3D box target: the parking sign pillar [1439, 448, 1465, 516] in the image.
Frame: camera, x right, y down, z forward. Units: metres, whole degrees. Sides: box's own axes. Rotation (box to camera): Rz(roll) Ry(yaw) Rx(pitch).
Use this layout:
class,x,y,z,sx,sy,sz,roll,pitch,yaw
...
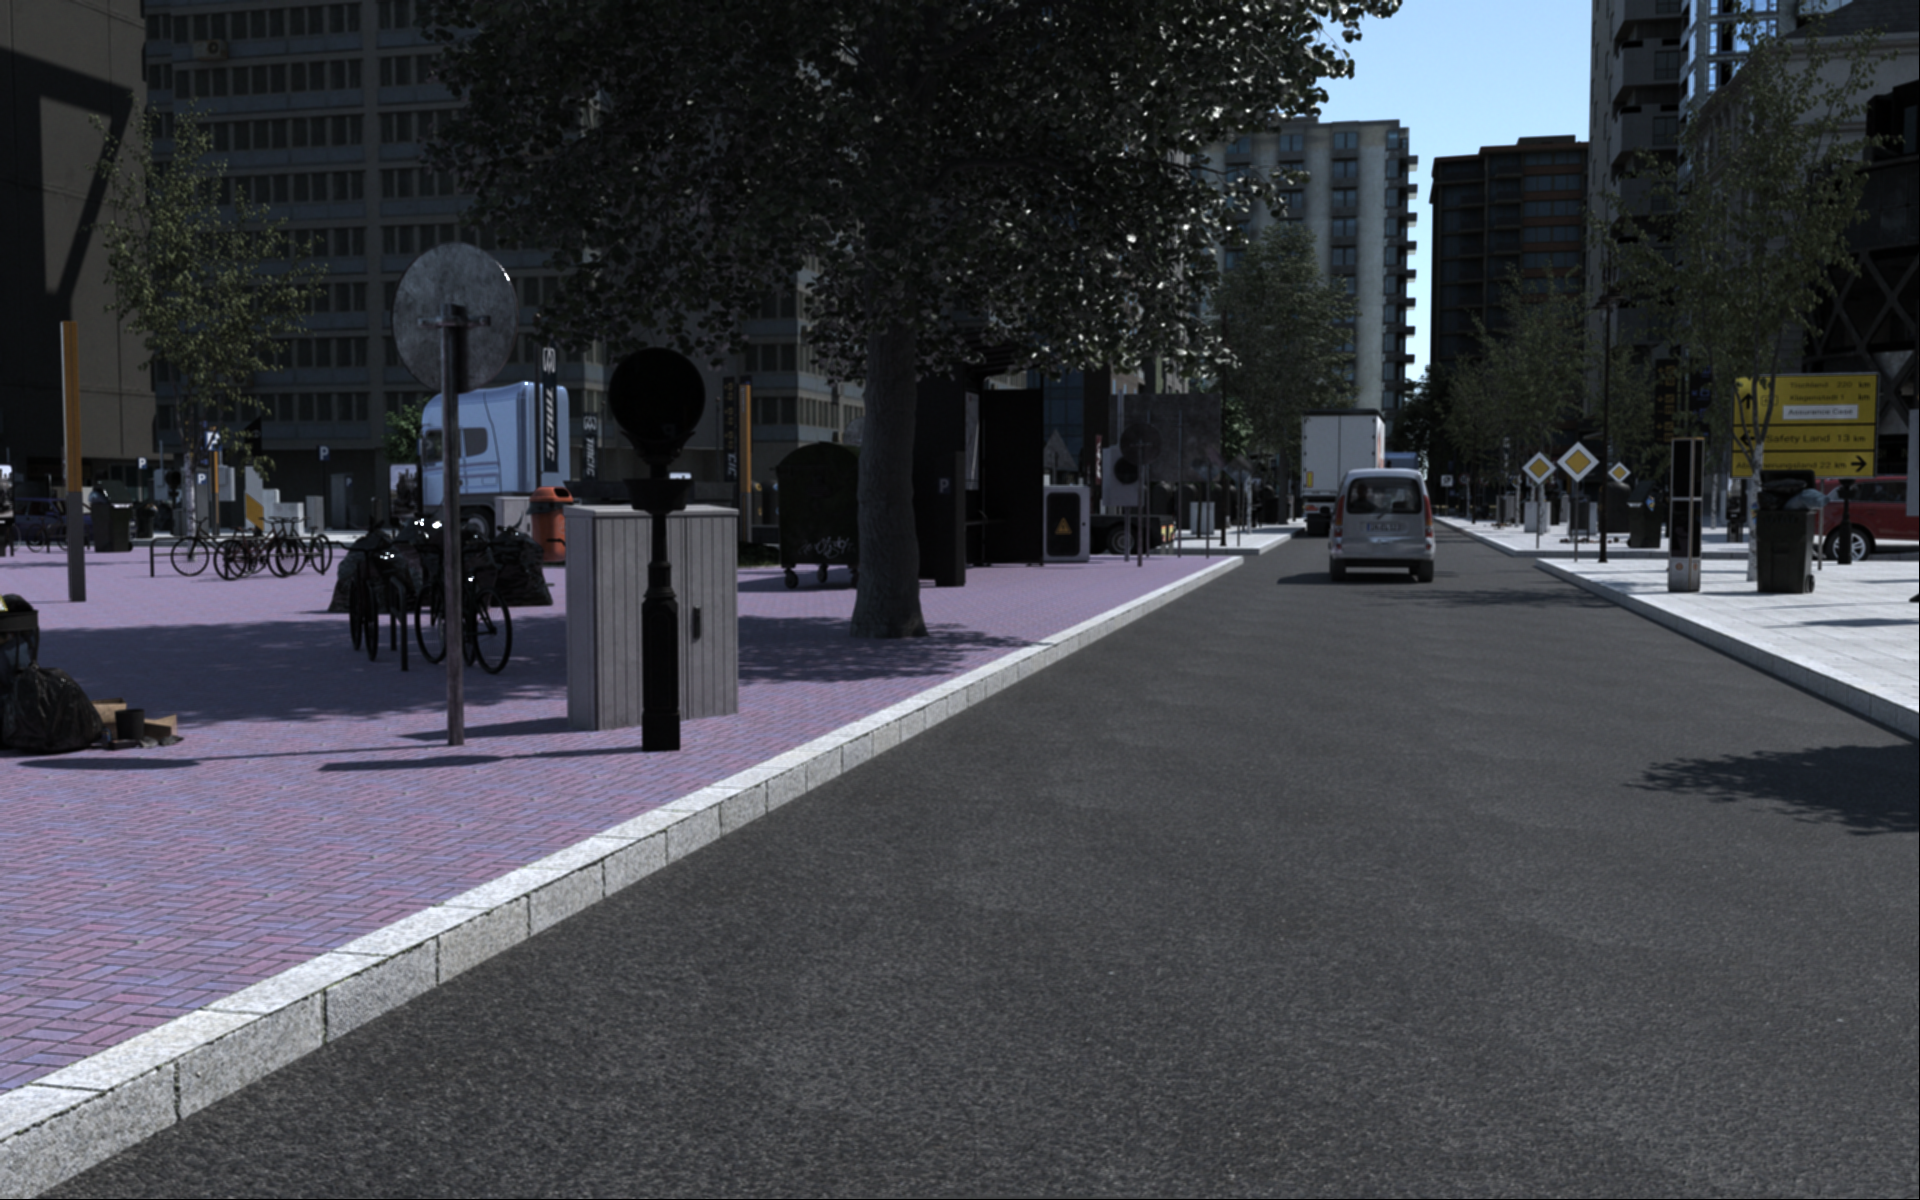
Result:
class,x,y,z,sx,sy,sz,roll,pitch,yaw
parking sign pillar,28.846,-6.912,101.480,1.447,3.967,1.447,1,4,15

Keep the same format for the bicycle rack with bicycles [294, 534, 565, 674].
class,x,y,z,sx,sy,sz,roll,pitch,yaw
bicycle rack with bicycles,-3.582,-0.006,13.475,2.852,0.926,2.925,-1,4,-19

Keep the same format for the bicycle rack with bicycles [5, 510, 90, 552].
class,x,y,z,sx,sy,sz,roll,pitch,yaw
bicycle rack with bicycles,-21.042,-1.551,38.737,2.852,0.926,2.925,0,4,1

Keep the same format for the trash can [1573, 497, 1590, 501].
class,x,y,z,sx,sy,sz,roll,pitch,yaw
trash can,27.819,-4.032,77.571,0.748,1.137,0.748,0,3,0

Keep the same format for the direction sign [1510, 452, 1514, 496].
class,x,y,z,sx,sy,sz,roll,pitch,yaw
direction sign,29.460,-6.148,92.512,0.379,3.537,0.876,2,4,28

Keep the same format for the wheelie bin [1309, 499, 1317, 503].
class,x,y,z,sx,sy,sz,roll,pitch,yaw
wheelie bin,22.832,-6.379,112.199,0.693,1.594,0.980,1,4,16

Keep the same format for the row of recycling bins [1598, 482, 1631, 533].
class,x,y,z,sx,sy,sz,roll,pitch,yaw
row of recycling bins,22.056,-3.129,58.274,1.069,1.692,3.534,1,4,18

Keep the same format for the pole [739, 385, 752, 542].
class,x,y,z,sx,sy,sz,roll,pitch,yaw
pole,-4.009,-2.357,32.379,0.158,3.312,0.155,0,3,0

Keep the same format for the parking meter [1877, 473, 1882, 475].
class,x,y,z,sx,sy,sz,roll,pitch,yaw
parking meter,25.005,-2.529,47.054,0.255,1.863,0.399,-3,5,-45

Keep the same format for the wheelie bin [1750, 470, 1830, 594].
class,x,y,z,sx,sy,sz,roll,pitch,yaw
wheelie bin,10.752,-0.893,22.502,0.980,1.594,0.693,3,4,36

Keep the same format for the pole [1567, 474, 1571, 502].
class,x,y,z,sx,sy,sz,roll,pitch,yaw
pole,30.249,-5.637,86.009,0.158,3.312,0.155,0,3,0

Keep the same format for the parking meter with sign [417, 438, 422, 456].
class,x,y,z,sx,sy,sz,roll,pitch,yaw
parking meter with sign,-16.561,-3.496,53.427,0.543,3.016,1.738,-1,4,-10

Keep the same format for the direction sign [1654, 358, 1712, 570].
class,x,y,z,sx,sy,sz,roll,pitch,yaw
direction sign,12.066,-2.261,28.971,0.876,3.537,0.379,1,4,18

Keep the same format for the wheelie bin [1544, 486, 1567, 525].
class,x,y,z,sx,sy,sz,roll,pitch,yaw
wheelie bin,24.484,-3.897,71.629,0.980,1.594,0.693,-3,5,-44

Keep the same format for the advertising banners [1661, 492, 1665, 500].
class,x,y,z,sx,sy,sz,roll,pitch,yaw
advertising banners,36.785,-5.725,89.790,2.074,3.025,0.090,-3,4,-38

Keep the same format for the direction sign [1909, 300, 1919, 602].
class,x,y,z,sx,sy,sz,roll,pitch,yaw
direction sign,11.504,-1.743,20.492,0.876,3.537,0.379,-2,4,-34

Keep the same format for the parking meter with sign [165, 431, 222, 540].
class,x,y,z,sx,sy,sz,roll,pitch,yaw
parking meter with sign,-21.430,-3.197,48.525,1.738,3.016,0.543,2,4,32

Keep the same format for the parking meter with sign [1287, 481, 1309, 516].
class,x,y,z,sx,sy,sz,roll,pitch,yaw
parking meter with sign,19.068,-6.279,98.928,1.738,3.016,0.543,2,4,24

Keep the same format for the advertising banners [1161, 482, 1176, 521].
class,x,y,z,sx,sy,sz,roll,pitch,yaw
advertising banners,10.196,-5.319,83.153,0.090,3.025,2.074,3,5,43

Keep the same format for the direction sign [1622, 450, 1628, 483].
class,x,y,z,sx,sy,sz,roll,pitch,yaw
direction sign,33.825,-5.884,88.192,0.379,3.537,0.876,3,4,39

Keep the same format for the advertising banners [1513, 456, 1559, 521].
class,x,y,z,sx,sy,sz,roll,pitch,yaw
advertising banners,26.770,-5.159,80.533,2.074,3.025,0.090,0,4,3

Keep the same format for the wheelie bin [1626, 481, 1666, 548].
class,x,y,z,sx,sy,sz,roll,pitch,yaw
wheelie bin,16.298,-2.034,41.163,0.693,1.594,0.980,-1,4,-13

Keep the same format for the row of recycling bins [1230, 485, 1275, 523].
class,x,y,z,sx,sy,sz,roll,pitch,yaw
row of recycling bins,12.272,-4.259,76.751,3.534,1.692,1.069,2,4,30

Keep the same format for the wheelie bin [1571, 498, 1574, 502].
class,x,y,z,sx,sy,sz,roll,pitch,yaw
wheelie bin,35.516,-5.676,100.703,0.980,1.594,0.693,3,5,41

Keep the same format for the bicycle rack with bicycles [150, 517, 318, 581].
class,x,y,z,sx,sy,sz,roll,pitch,yaw
bicycle rack with bicycles,-11.096,-0.842,27.152,2.852,0.926,2.925,2,4,31

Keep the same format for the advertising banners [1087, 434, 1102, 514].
class,x,y,z,sx,sy,sz,roll,pitch,yaw
advertising banners,3.743,-3.301,50.163,0.090,3.025,2.074,2,4,26

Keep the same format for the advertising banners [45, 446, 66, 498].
class,x,y,z,sx,sy,sz,roll,pitch,yaw
advertising banners,-33.083,-4.083,62.952,2.074,3.025,0.090,1,4,11

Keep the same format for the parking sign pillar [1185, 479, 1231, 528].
class,x,y,z,sx,sy,sz,roll,pitch,yaw
parking sign pillar,9.460,-4.682,65.022,1.447,3.967,1.447,2,4,25

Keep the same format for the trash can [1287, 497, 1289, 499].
class,x,y,z,sx,sy,sz,roll,pitch,yaw
trash can,14.723,-4.154,79.567,0.748,1.137,0.748,0,3,0

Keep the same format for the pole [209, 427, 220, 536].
class,x,y,z,sx,sy,sz,roll,pitch,yaw
pole,-22.557,-3.582,52.404,0.158,3.312,0.155,0,3,0

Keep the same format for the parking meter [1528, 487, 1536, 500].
class,x,y,z,sx,sy,sz,roll,pitch,yaw
parking meter,33.231,-5.804,100.614,0.399,1.863,0.255,0,4,6

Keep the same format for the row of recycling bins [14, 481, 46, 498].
class,x,y,z,sx,sy,sz,roll,pitch,yaw
row of recycling bins,-30.811,-3.028,56.615,1.069,1.692,3.534,-3,5,-42

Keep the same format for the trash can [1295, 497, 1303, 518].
class,x,y,z,sx,sy,sz,roll,pitch,yaw
trash can,18.002,-4.949,92.566,0.748,1.137,0.748,0,3,0

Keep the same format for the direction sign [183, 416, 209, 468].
class,x,y,z,sx,sy,sz,roll,pitch,yaw
direction sign,-22.360,-3.595,50.768,0.379,3.537,0.876,1,4,22

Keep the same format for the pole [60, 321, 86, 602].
class,x,y,z,sx,sy,sz,roll,pitch,yaw
pole,-10.533,-1.635,20.568,0.158,3.312,0.155,0,3,0

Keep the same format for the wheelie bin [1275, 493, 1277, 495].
class,x,y,z,sx,sy,sz,roll,pitch,yaw
wheelie bin,19.443,-6.117,107.923,0.693,1.594,0.980,0,4,-1

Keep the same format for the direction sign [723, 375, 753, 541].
class,x,y,z,sx,sy,sz,roll,pitch,yaw
direction sign,-4.267,-2.527,33.317,0.379,3.537,0.876,-3,5,-45

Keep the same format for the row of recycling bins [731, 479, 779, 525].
class,x,y,z,sx,sy,sz,roll,pitch,yaw
row of recycling bins,-4.985,-2.574,49.196,3.534,1.692,1.069,-3,5,-42

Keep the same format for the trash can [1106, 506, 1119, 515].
class,x,y,z,sx,sy,sz,roll,pitch,yaw
trash can,6.807,-4.016,77.311,0.748,1.137,0.748,0,3,0

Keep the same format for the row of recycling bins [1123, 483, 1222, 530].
class,x,y,z,sx,sy,sz,roll,pitch,yaw
row of recycling bins,7.790,-3.396,62.637,3.534,1.692,1.069,1,4,13

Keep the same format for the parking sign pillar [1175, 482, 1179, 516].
class,x,y,z,sx,sy,sz,roll,pitch,yaw
parking sign pillar,13.256,-6.929,101.762,1.447,3.967,1.447,-1,4,-16

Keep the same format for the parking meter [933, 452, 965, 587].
class,x,y,z,sx,sy,sz,roll,pitch,yaw
parking meter,-0.149,-1.122,24.057,0.399,1.863,0.255,3,5,40

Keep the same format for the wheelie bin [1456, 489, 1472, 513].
class,x,y,z,sx,sy,sz,roll,pitch,yaw
wheelie bin,31.440,-6.135,108.209,0.980,1.594,0.693,0,4,2

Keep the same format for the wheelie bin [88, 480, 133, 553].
class,x,y,z,sx,sy,sz,roll,pitch,yaw
wheelie bin,-18.772,-1.854,38.226,0.693,1.594,0.980,1,4,20

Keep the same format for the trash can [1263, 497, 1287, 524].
class,x,y,z,sx,sy,sz,roll,pitch,yaw
trash can,13.443,-3.855,74.685,0.748,1.137,0.748,0,3,0

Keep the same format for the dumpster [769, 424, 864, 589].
class,x,y,z,sx,sy,sz,roll,pitch,yaw
dumpster,-1.676,-1.322,24.113,1.502,2.255,1.985,1,4,13
